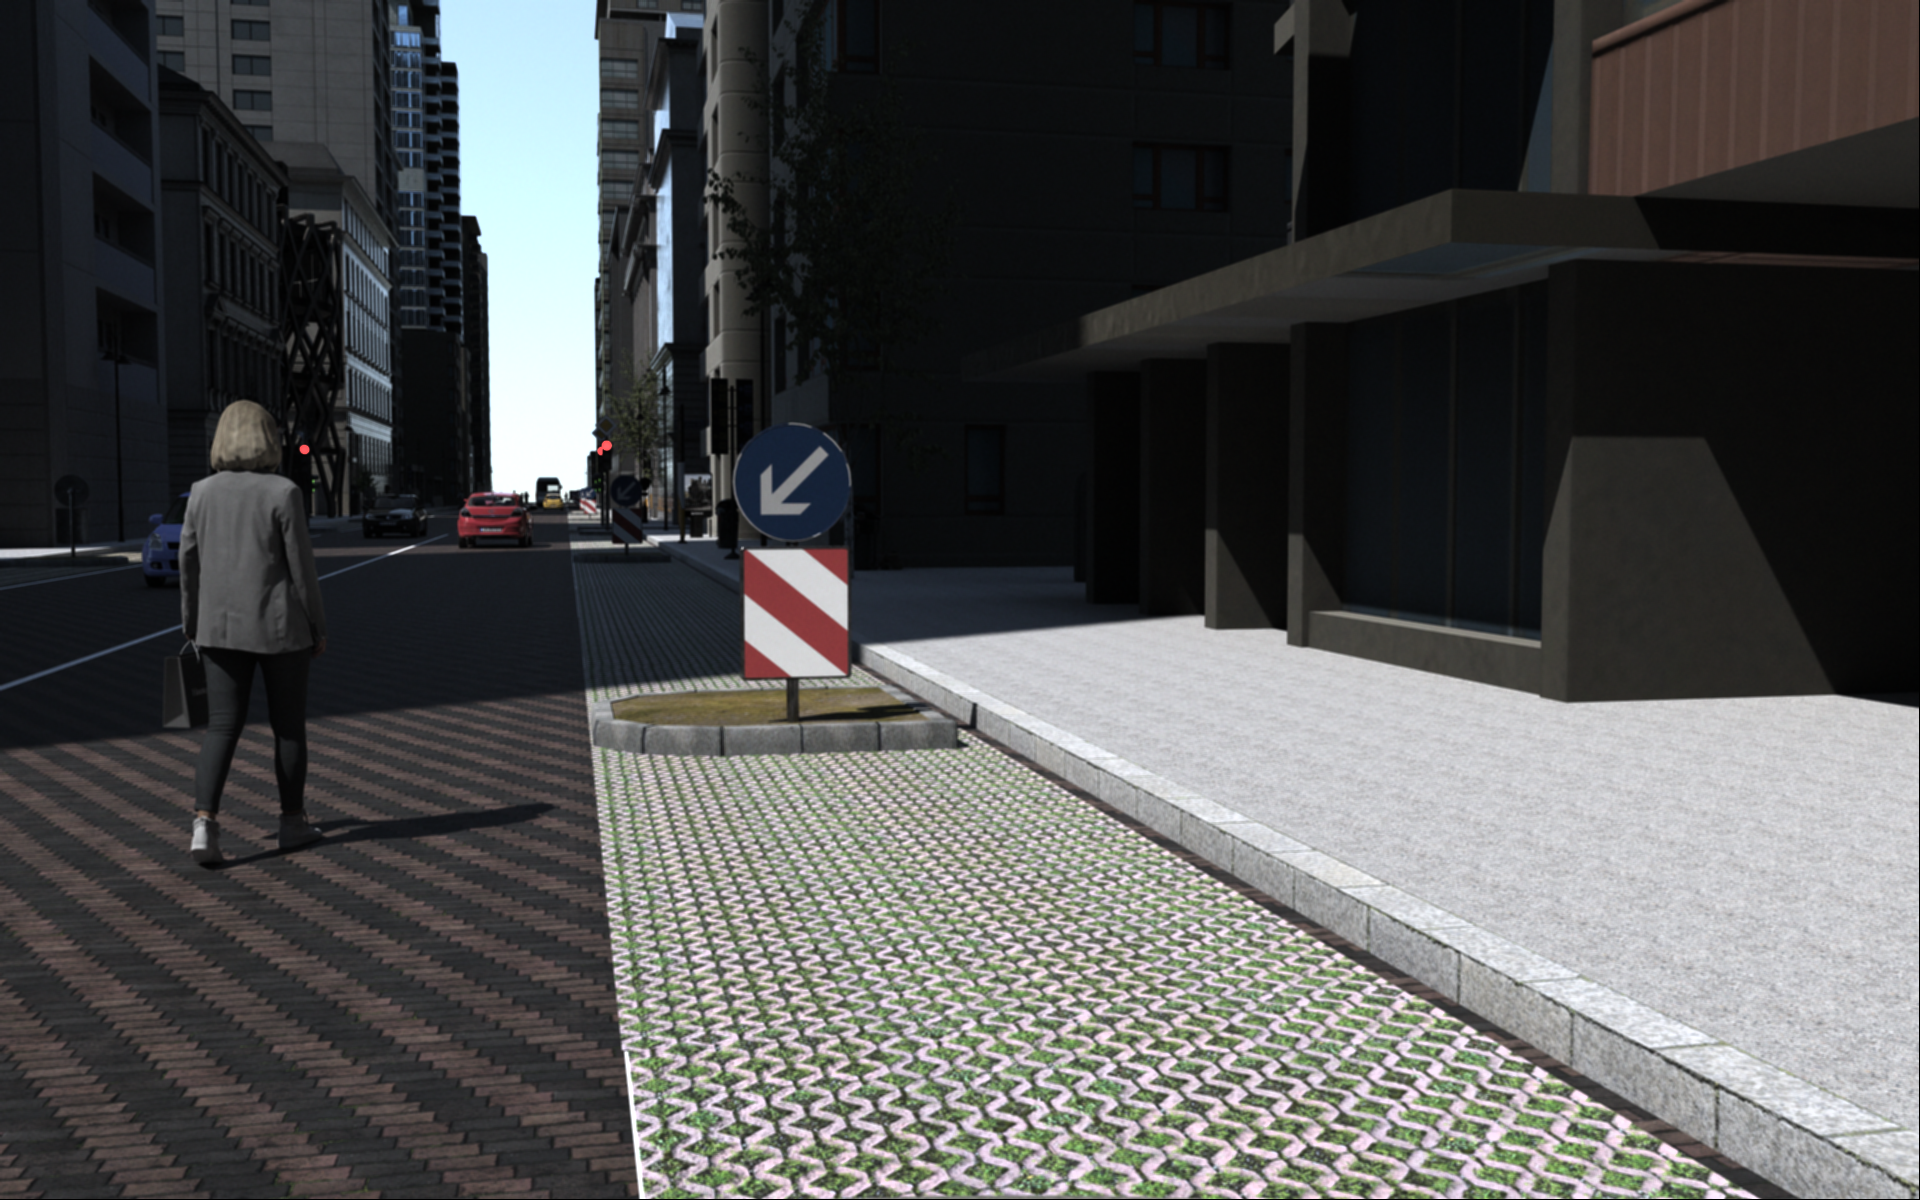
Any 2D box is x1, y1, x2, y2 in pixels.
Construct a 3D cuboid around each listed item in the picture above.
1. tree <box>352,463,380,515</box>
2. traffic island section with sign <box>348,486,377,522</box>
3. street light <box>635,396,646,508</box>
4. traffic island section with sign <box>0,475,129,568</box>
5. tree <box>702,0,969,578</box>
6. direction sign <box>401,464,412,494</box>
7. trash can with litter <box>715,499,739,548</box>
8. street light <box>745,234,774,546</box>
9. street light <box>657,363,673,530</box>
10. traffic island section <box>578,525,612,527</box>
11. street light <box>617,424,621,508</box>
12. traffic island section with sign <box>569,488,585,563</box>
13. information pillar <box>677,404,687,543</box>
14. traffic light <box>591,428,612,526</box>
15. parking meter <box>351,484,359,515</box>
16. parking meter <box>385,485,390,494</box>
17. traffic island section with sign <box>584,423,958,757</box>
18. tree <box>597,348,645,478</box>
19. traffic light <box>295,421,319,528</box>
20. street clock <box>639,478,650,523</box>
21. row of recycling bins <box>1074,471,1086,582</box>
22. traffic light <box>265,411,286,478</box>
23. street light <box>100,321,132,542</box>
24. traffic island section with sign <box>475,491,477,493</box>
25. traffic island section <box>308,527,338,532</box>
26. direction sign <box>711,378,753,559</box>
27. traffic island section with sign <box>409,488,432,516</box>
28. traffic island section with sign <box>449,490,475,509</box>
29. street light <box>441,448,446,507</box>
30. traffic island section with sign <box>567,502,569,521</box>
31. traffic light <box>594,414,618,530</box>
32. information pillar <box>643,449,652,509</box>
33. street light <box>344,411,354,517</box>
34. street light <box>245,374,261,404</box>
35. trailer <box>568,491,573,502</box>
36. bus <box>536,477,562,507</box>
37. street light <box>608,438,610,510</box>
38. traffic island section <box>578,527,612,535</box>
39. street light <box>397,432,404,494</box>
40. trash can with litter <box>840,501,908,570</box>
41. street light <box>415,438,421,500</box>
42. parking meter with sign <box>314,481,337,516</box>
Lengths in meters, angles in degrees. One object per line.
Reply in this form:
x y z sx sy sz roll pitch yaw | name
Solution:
-36.266 -6.808 105.914 1.663 3.219 1.824 0 3 0 | tree
-30.028 -4.869 88.235 1.989 1.847 2.006 -1 4 -13 | traffic island section with sign
-15.120 -6.677 81.960 0.468 5.910 1.993 -1 4 -13 | street light
-17.799 -1.586 34.553 1.989 1.847 2.006 -1 4 -13 | traffic island section with sign
-1.702 -4.618 25.866 4.737 8.622 4.395 0 3 0 | tree
-42.199 -8.575 132.191 0.379 3.537 0.876 3 5 39 | direction sign
-5.604 -1.818 41.116 0.624 1.170 1.055 -1 4 -20 | trash can with litter
-3.506 -3.548 30.799 0.468 5.910 1.993 -1 4 -13 | street light
-10.396 -5.400 61.072 0.468 5.910 1.993 -1 4 -13 | street light
-14.183 -2.851 68.887 2.009 0.180 2.903 -1 4 -13 | traffic island section
-22.060 -8.533 112.307 0.468 5.910 1.993 -1 4 -13 | street light
-7.190 -1.714 36.660 1.989 1.847 2.006 -1 4 -13 | traffic island section with sign
-7.277 -3.293 45.193 0.183 3.616 0.504 -1 4 -21 | information pillar
-14.225 -4.883 68.764 0.839 4.253 0.868 -1 4 -13 | traffic light
-36.274 -6.000 103.813 0.399 1.863 0.255 1 4 15 | parking meter
-36.811 -6.465 111.413 0.255 1.863 0.399 0 4 3 | parking meter
-1.199 -0.107 10.376 1.989 1.847 2.006 -1 4 -13 | traffic island section with sign
-15.636 -8.275 85.653 4.737 8.622 4.395 0 3 0 | tree
-25.007 -4.733 66.301 0.839 4.253 0.868 -1 4 -13 | traffic light
-13.939 -4.405 76.592 0.358 2.002 0.471 3 5 42 | street clock
3.276 -1.155 26.002 3.534 1.692 1.069 -2 4 -28 | row of recycling bins
-23.234 -4.256 58.514 0.839 4.253 0.868 -1 4 -13 | traffic light
-22.501 -4.496 46.302 0.468 5.910 1.993 -1 4 -13 | street light
-53.265 -11.110 190.282 1.989 1.847 2.006 -1 4 -13 | traffic island section with sign
-25.049 -2.700 66.426 2.009 0.180 2.903 -1 4 -13 | traffic island section
-4.474 -2.574 34.083 0.876 3.537 0.379 -2 4 -29 | direction sign
-36.018 -6.477 114.527 1.989 1.847 2.006 -1 4 -13 | traffic island section with sign
-47.287 -9.503 163.995 1.989 1.847 2.006 -1 4 -13 | traffic island section with sign
-51.210 -12.172 171.799 0.468 5.910 1.993 -1 4 -13 | street light
-19.598 -5.047 91.144 1.989 1.847 2.006 -1 4 -13 | traffic island section with sign
-12.452 -4.407 60.977 0.839 4.253 0.868 -1 4 -13 | traffic light
-16.055 -5.967 88.920 0.504 3.616 0.183 1 4 18 | information pillar
-33.966 -7.559 96.374 0.468 5.910 1.993 -1 4 -13 | street light
-27.184 -5.741 66.648 0.468 5.910 1.993 -1 4 -13 | street light
-65.257 -17.407 291.658 1.471 1.999 3.904 -1 4 -12 | trailer
-46.748 -12.356 196.884 2.948 3.499 13.247 -1 4 -13 | bus
-28.794 -10.352 142.044 0.468 5.910 1.993 -1 4 -13 | street light
-12.410 -2.374 61.100 2.009 0.180 2.903 -1 4 -13 | traffic island section
-40.728 -9.381 126.159 0.468 5.910 1.993 -1 4 -13 | street light
-1.455 -1.099 29.349 1.055 1.170 0.624 -2 4 -27 | trash can with litter
-44.306 -10.340 141.851 0.468 5.910 1.993 -1 4 -13 | street light
-38.136 -6.554 103.413 0.543 3.016 1.738 3 4 39 | parking meter with sign
